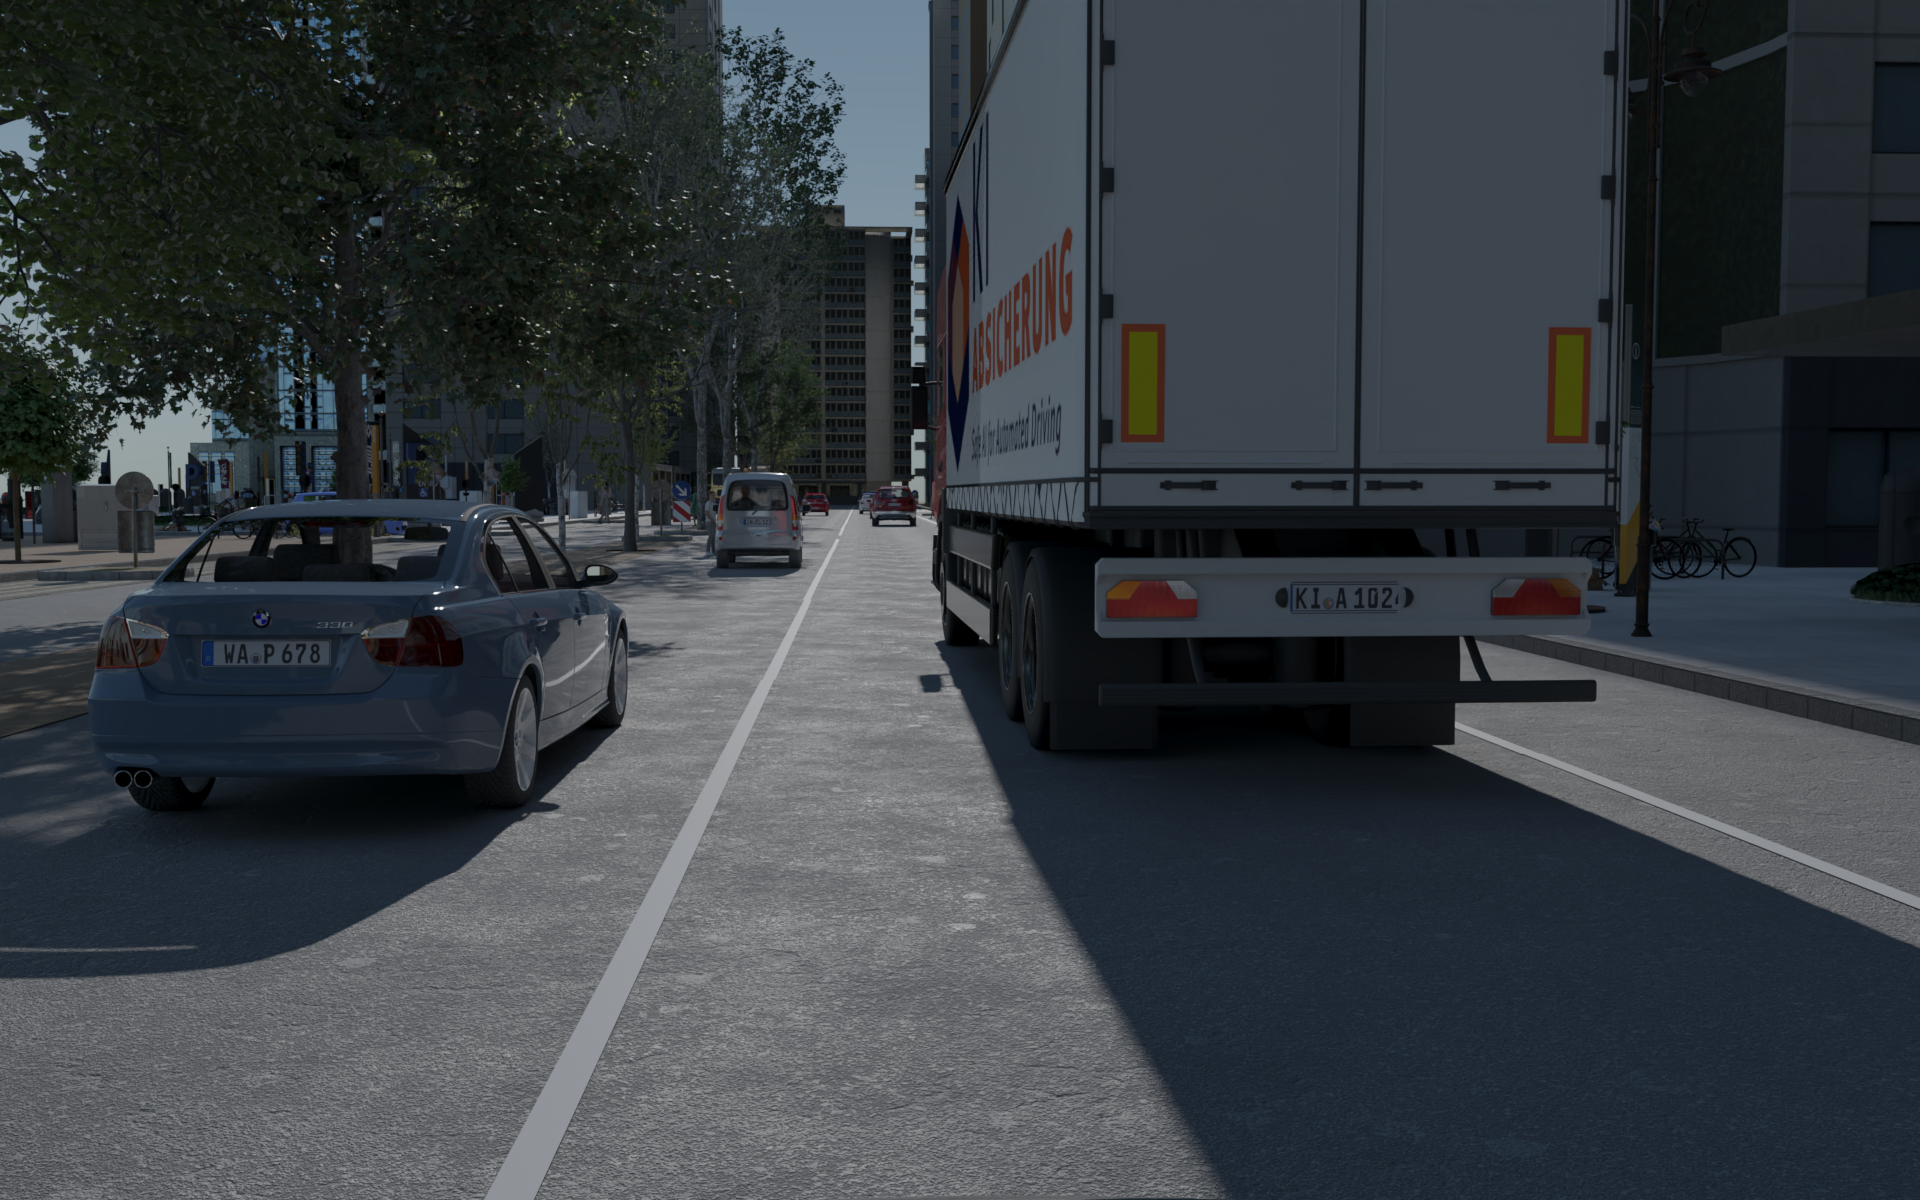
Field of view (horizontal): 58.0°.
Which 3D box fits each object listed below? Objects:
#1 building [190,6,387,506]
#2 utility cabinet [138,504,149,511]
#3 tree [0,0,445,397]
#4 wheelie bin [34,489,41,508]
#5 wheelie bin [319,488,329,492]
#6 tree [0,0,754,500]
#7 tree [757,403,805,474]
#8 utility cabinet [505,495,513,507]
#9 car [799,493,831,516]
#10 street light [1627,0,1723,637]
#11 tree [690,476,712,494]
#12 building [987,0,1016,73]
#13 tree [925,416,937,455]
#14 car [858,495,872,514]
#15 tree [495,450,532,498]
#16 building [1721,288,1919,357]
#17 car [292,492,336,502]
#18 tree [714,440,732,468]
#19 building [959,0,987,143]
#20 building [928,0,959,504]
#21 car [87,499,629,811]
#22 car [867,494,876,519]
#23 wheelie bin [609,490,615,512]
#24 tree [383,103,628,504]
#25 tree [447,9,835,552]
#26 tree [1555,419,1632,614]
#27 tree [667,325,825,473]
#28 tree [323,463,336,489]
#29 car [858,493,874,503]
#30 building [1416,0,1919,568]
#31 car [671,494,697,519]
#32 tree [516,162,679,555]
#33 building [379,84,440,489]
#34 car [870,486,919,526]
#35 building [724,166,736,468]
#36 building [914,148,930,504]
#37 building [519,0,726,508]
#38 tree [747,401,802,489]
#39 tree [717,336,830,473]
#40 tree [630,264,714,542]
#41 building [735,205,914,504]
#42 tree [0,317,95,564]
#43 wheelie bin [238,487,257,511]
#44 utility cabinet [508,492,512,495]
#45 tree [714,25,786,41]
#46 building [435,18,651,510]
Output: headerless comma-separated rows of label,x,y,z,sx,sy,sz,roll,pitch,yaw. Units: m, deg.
building,-81.282,-55.862,226.008,31.000,86.520,22.319,0,4,-3
utility cabinet,-40.036,-4.634,84.438,1.173,1.500,0.318,2,4,32
tree,-7.122,-5.584,11.890,7.486,12.596,7.792,0,3,0
wheelie bin,-61.208,-6.553,115.056,0.693,1.594,0.980,2,4,27
wheelie bin,-32.733,-4.961,89.023,0.693,1.594,0.980,-3,4,-37
tree,-7.510,-6.220,21.163,9.611,12.733,9.660,0,3,0
tree,-12.604,-10.151,118.781,4.360,8.622,3.978,0,3,0
utility cabinet,-24.117,-5.046,93.660,0.306,1.237,1.020,2,4,32
car,-9.617,-6.486,115.085,2.155,1.783,4.494,0,4,-5
street light,6.146,-2.609,15.440,0.468,5.910,1.993,0,4,-3
tree,-24.466,-10.214,161.606,1.663,3.219,1.824,0,3,0
building,15.873,-31.273,100.558,28.713,52.752,27.495,0,4,-3
tree,-0.715,-11.664,141.076,4.737,8.622,4.395,0,3,0
car,-6.379,-6.932,125.699,2.083,1.381,4.827,0,4,-2
tree,-19.842,-5.031,76.857,1.663,3.219,1.824,0,3,0
building,19.350,-21.299,2.863,22.147,44.769,28.867,0,4,-3
car,-19.348,-2.753,54.607,3.694,1.707,1.945,0,4,-3
tree,-26.472,-14.465,186.868,4.360,8.622,3.978,0,3,0
building,7.201,-29.298,129.128,14.600,45.320,14.200,0,4,-3
building,7.015,-40.061,196.994,21.231,58.520,28.212,0,4,-3
car,-2.895,0.174,9.157,2.014,1.417,4.499,0,4,-2
car,-4.423,-5.676,101.846,2.155,1.783,4.494,0,4,-3
wheelie bin,-25.058,-7.077,123.612,0.980,1.594,0.693,0,4,7
tree,-7.974,-4.666,29.114,4.360,8.622,3.978,0,3,0
tree,-8.174,-7.936,42.584,12.009,13.543,11.850,0,3,0
tree,6.677,-1.493,19.008,1.663,3.219,1.824,0,3,0
tree,-11.150,-9.351,89.766,8.767,10.594,7.601,0,4,-3
tree,-32.835,-5.921,91.404,1.663,3.219,1.824,0,3,0
car,-7.721,-8.435,147.503,1.945,1.707,3.694,0,4,-3
building,15.430,-36.698,38.260,20.563,71.187,20.611,0,4,-3
car,-15.671,-5.472,99.250,2.009,1.686,4.222,0,4,-2
tree,-7.928,-4.982,34.276,4.737,8.622,4.395,0,3,0
building,-34.922,-43.123,143.319,20.563,71.187,20.611,0,4,-3
car,-3.024,-4.341,79.645,2.281,1.827,5.304,0,4,-2
building,-36.918,-35.203,225.685,14.200,45.320,14.600,0,4,-3
building,9.050,-37.517,233.009,30.456,49.044,23.786,0,4,-3
building,-37.959,-46.464,197.939,20.611,71.187,20.563,0,4,-3
tree,-13.253,-10.452,123.704,4.737,8.622,4.395,0,3,0
tree,-12.107,-11.209,111.476,9.928,11.665,9.643,0,3,0
tree,-9.541,-6.001,50.937,4.360,8.622,3.978,0,3,0
building,-18.345,-33.247,235.464,23.993,40.220,32.217,0,4,-3
tree,-17.548,-2.973,32.317,4.285,4.588,4.351,0,3,0
wheelie bin,-32.712,-4.381,79.531,0.980,1.594,0.693,3,5,39
utility cabinet,-32.727,-7.197,126.349,0.318,1.500,1.173,-1,4,-18
tree,-11.087,-12.713,66.203,12.611,20.169,13.585,0,3,0
building,-36.509,-44.378,163.834,20.563,71.187,20.611,0,4,-3
